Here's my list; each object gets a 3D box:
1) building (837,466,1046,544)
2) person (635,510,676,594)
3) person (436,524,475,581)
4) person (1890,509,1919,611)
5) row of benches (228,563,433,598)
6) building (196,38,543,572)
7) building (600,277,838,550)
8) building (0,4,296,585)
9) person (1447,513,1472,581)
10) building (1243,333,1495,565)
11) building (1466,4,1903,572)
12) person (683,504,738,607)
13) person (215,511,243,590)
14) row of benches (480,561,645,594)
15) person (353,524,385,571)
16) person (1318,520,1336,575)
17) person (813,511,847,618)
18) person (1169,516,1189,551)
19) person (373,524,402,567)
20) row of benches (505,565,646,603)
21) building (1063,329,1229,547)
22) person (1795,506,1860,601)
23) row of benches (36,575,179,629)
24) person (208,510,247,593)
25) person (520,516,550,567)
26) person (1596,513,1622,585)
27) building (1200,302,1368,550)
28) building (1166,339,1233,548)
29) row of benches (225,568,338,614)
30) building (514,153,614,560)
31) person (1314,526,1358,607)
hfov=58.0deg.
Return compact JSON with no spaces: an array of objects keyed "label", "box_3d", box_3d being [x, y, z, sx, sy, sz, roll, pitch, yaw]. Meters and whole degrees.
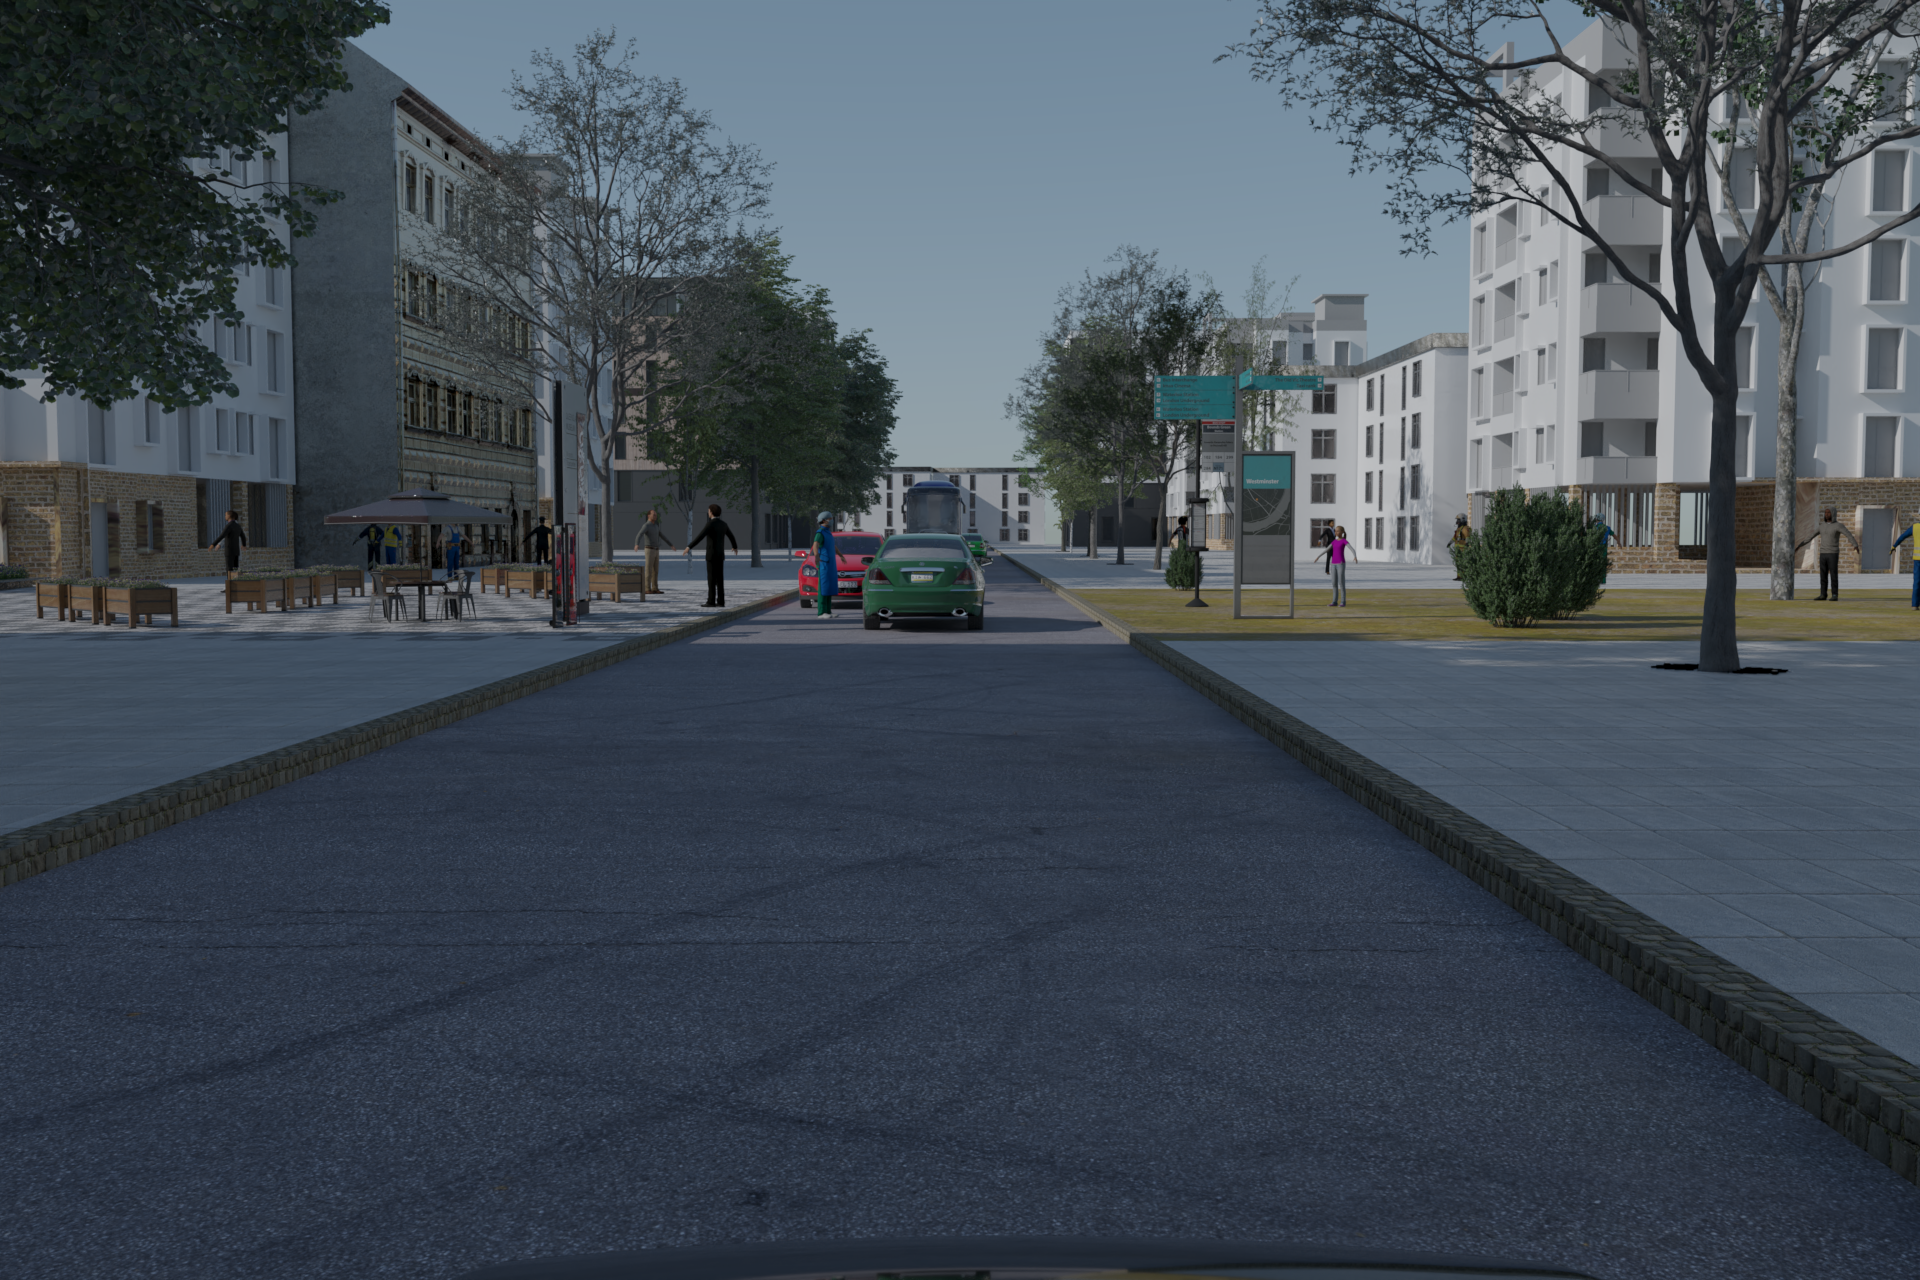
[{"label":"building","box_3d":[-3.352,-16.575,215.607,28.070,9.664,9.099,0,4,4]},{"label":"person","box_3d":[-6.553,-1.878,36.979,0.705,1.796,1.348,2,4,28]},{"label":"person","box_3d":[-13.889,-2.549,47.535,0.705,1.847,1.347,2,4,31]},{"label":"person","box_3d":[16.208,-1.381,29.038,0.721,1.772,1.216,-3,4,-38]},{"label":"row of benches","box_3d":[-12.752,-1.224,35.483,4.104,0.672,1.422,-3,4,-38]},{"label":"building","box_3d":[-28.111,-14.466,67.443,19.493,23.208,18.063,0,4,1]},{"label":"building","box_3d":[-26.225,-18.977,154.253,27.936,21.610,32.646,0,4,1]},{"label":"building","box_3d":[-27.441,-11.528,44.910,16.016,20.090,11.380,0,4,1]},{"label":"person","box_3d":[13.634,-2.534,47.197,0.705,1.858,1.354,0,4,-7]},{"label":"building","box_3d":[20.485,-8.822,86.379,9.099,9.664,28.070,0,3,0]},{"label":"building","box_3d":[25.581,-12.950,68.152,16.016,20.090,11.380,0,4,0]},{"label":"person","box_3d":[-4.321,-1.481,30.401,0.705,1.806,1.347,2,4,35]},{"label":"person","box_3d":[-16.729,-2.057,39.813,0.705,1.806,1.347,0,4,0]},{"label":"row of benches","box_3d":[-8.867,-1.414,38.577,1.422,0.672,4.104,3,5,42]},{"label":"person","box_3d":[-18.781,-3.042,55.514,1.354,1.856,0.705,0,4,-8]},{"label":"person","box_3d":[11.784,-2.936,54.717,1.216,1.740,0.721,-2,4,-28]},{"label":"person","box_3d":[-2.261,-1.284,29.575,0.704,1.817,1.347,1,4,16]},{"label":"person","box_3d":[6.771,-2.829,52.394,0.704,1.843,1.345,-3,5,-40]},{"label":"person","box_3d":[-16.931,-2.780,51.415,1.349,1.833,0.705,3,4,37]},{"label":"row of benches","box_3d":[-7.607,-1.122,33.814,4.104,0.672,1.422,3,5,44]},{"label":"building","box_3d":[25.057,-21.116,189.216,27.936,21.610,32.646,0,4,0]},{"label":"person","box_3d":[16.655,-1.656,33.211,0.705,1.813,1.348,-2,4,-29]},{"label":"row of benches","box_3d":[-12.332,-0.583,24.996,1.422,0.672,4.104,-3,5,-44]},{"label":"person","box_3d":[-15.991,-1.942,37.972,0.704,1.802,1.346,1,4,9]},{"label":"person","box_3d":[-13.156,-2.975,54.570,1.347,1.837,0.705,-1,4,-15]},{"label":"person","box_3d":[16.178,-2.308,43.867,1.347,1.817,0.704,-1,4,-9]},{"label":"building","box_3d":[25.878,-17.867,148.545,16.016,20.090,11.380,0,4,1]},{"label":"building","box_3d":[24.948,-18.854,164.686,16.016,20.090,11.380,0,4,1]},{"label":"row of benches","box_3d":[-11.595,-0.870,29.684,1.422,0.672,4.104,0,4,-3]},{"label":"building","box_3d":[-25.128,-14.136,87.541,16.016,20.090,11.380,0,4,0]},{"label":"person","box_3d":[6.637,-1.300,30.525,0.599,1.433,0.991,-2,4,-35]}]
